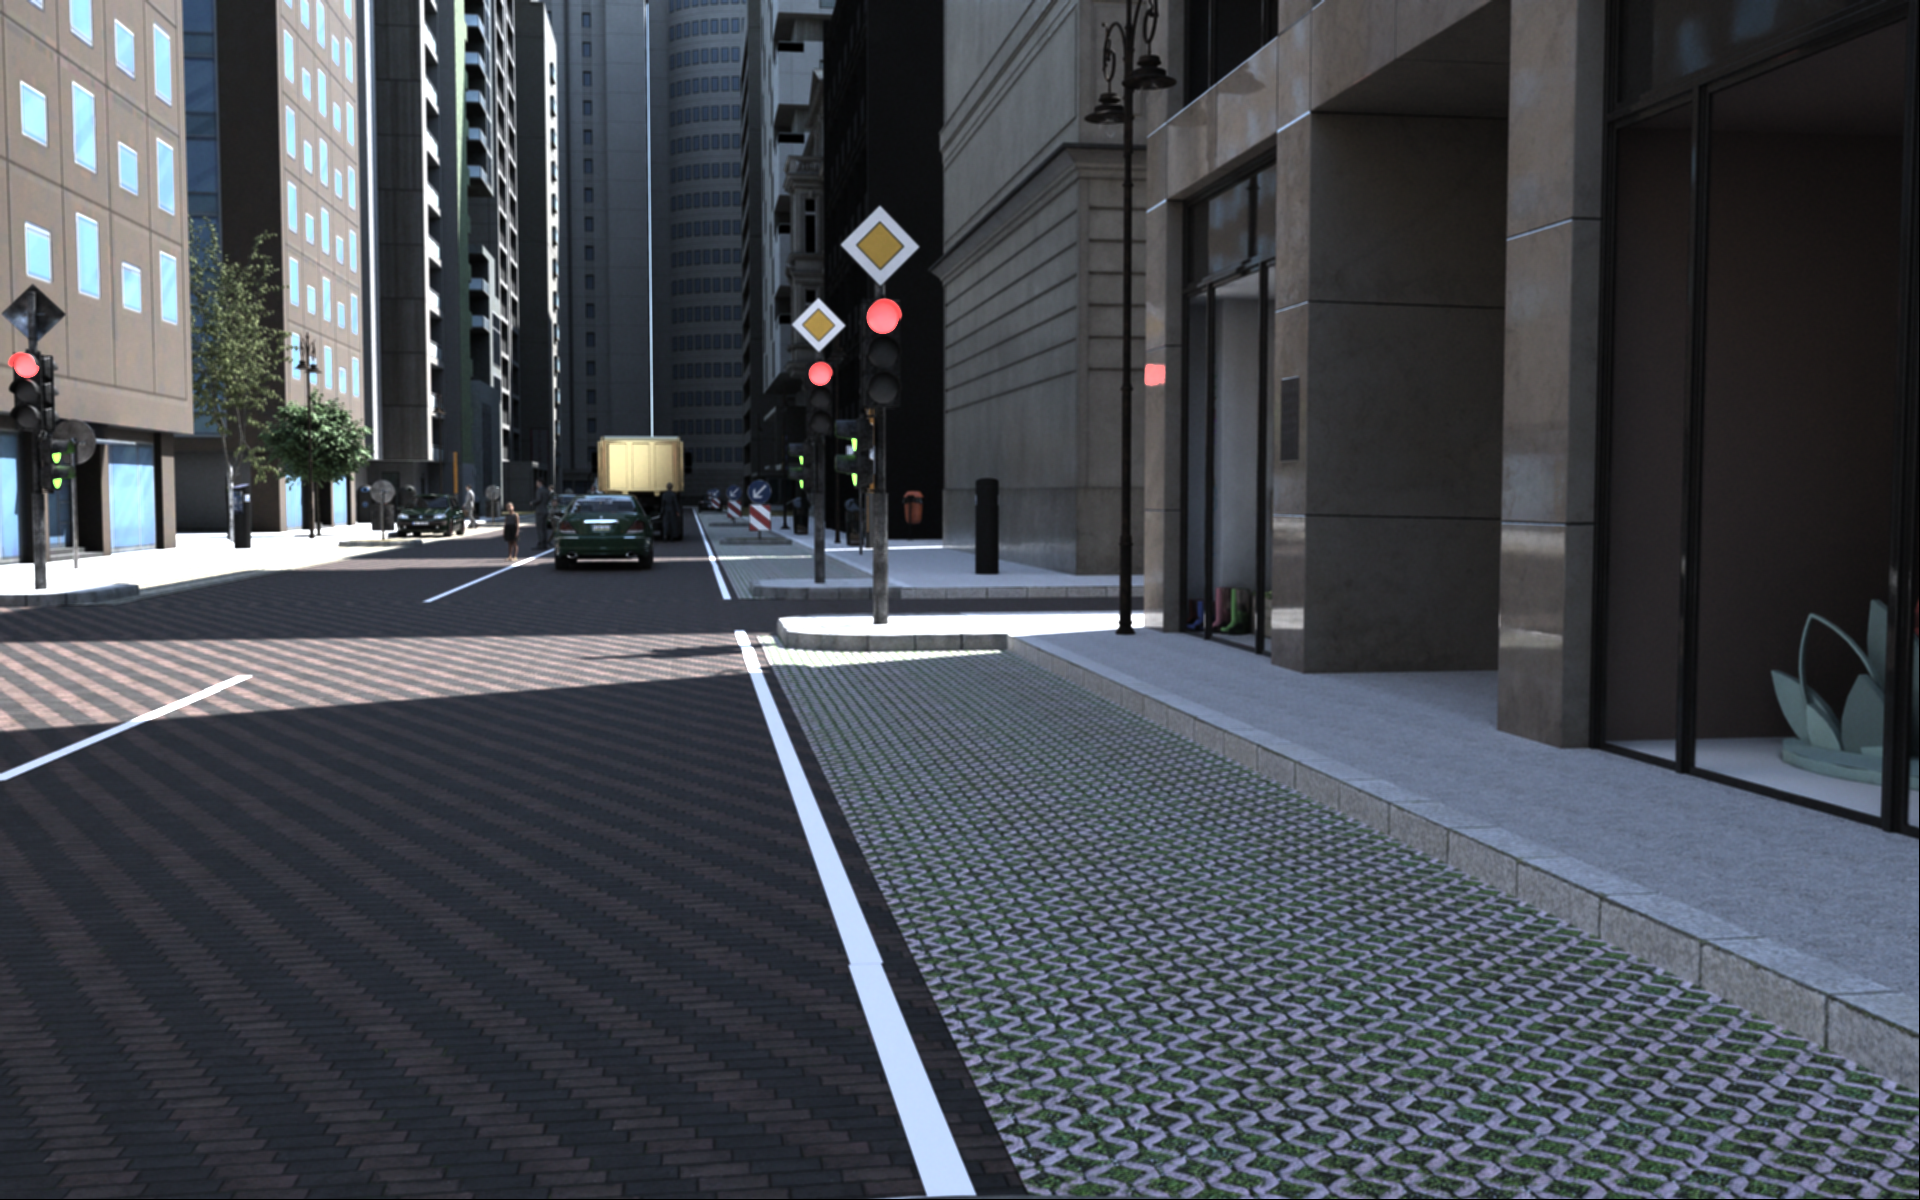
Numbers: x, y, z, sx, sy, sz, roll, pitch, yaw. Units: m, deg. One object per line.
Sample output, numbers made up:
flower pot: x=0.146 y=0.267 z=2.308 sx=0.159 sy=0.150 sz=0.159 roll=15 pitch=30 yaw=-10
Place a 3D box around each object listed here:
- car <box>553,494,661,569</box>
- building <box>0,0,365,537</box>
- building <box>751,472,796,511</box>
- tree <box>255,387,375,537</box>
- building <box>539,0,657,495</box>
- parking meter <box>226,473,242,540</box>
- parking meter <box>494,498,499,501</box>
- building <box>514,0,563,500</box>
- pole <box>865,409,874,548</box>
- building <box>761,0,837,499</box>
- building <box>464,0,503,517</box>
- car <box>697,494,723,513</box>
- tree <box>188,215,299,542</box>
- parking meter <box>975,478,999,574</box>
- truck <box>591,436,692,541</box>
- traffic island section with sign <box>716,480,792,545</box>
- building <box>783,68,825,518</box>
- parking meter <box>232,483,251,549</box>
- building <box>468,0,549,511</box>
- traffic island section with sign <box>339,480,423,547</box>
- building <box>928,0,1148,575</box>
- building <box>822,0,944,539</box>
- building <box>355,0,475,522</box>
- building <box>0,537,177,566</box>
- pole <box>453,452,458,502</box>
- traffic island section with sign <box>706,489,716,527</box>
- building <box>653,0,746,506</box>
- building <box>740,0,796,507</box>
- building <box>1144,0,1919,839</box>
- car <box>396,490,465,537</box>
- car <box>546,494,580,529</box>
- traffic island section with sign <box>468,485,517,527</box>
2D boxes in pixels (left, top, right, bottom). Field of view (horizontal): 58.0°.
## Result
car: x=-7.041 y=-1.387 z=34.471 sx=2.131 sy=1.459 sz=4.920 roll=-1 pitch=4 yaw=-9
building: x=-30.246 y=-25.201 z=62.151 sx=14.600 sy=45.320 sz=14.200 roll=-1 pitch=4 yaw=-9
building: x=-0.859 y=-27.570 z=142.654 sx=32.217 sy=40.220 sz=23.993 roll=-1 pitch=4 yaw=-9
tree: x=-19.705 y=-4.236 z=52.968 sx=4.285 sy=4.588 sz=4.351 roll=0 pitch=3 yaw=0
building: x=-48.242 y=-39.606 z=189.555 sx=28.212 sy=58.520 sz=21.231 roll=-1 pitch=4 yaw=-9
parking meter: x=-20.389 y=-2.626 z=48.649 sx=0.255 sy=1.863 sz=0.399 roll=1 pitch=4 yaw=19
parking meter: x=-25.027 y=-5.189 z=93.247 sx=0.372 sy=1.533 sz=0.369 roll=0 pitch=3 yaw=0
building: x=-48.095 y=-32.684 z=158.086 sx=21.600 sy=48.544 sz=21.300 roll=-1 pitch=4 yaw=-9
pole: x=-2.127 y=-2.873 z=40.824 sx=0.158 sy=3.312 sz=0.155 roll=0 pitch=3 yaw=0
building: x=0.680 y=-32.249 z=116.502 sx=28.713 sy=52.752 sz=27.495 roll=-1 pitch=4 yaw=-9
building: x=-40.531 y=-48.712 z=109.108 sx=22.319 sy=86.520 sz=31.000 roll=-1 pitch=4 yaw=-9
car: x=-18.871 y=-7.401 z=130.800 sx=2.009 sy=1.686 sz=4.222 roll=-1 pitch=4 yaw=-10
tree: x=-19.315 y=-5.815 z=45.440 sx=4.737 sy=8.622 sz=4.395 roll=0 pitch=3 yaw=0
parking meter: x=0.434 y=-1.188 z=27.835 sx=0.372 sy=1.533 sz=0.369 roll=0 pitch=3 yaw=0
truck: x=-10.434 y=-3.722 z=56.781 sx=3.469 sy=3.379 sz=9.791 roll=-1 pitch=4 yaw=-10
traffic island section with sign: x=-5.847 y=-2.492 z=49.365 sx=1.989 sy=1.847 sz=2.006 roll=-1 pitch=4 yaw=-9
building: x=-1.073 y=-16.116 z=82.579 sx=14.460 sy=24.649 sz=34.723 roll=-1 pitch=4 yaw=-9
parking meter: x=-16.888 y=-1.977 z=40.737 sx=0.372 sy=1.533 sz=0.369 roll=0 pitch=3 yaw=0
building: x=-43.737 y=-42.706 z=136.487 sx=20.563 sy=71.187 sz=20.611 roll=-1 pitch=4 yaw=-9
traffic island section with sign: x=-15.922 y=-2.391 z=47.719 sx=1.989 sy=1.847 sz=2.006 roll=-1 pitch=4 yaw=-9
building: x=14.767 y=-12.398 z=35.984 sx=30.059 sy=22.955 sz=16.112 roll=-1 pitch=4 yaw=-9
building: x=2.283 y=-13.902 z=56.968 sx=12.332 sy=23.373 sz=15.834 roll=-1 pitch=4 yaw=-9
building: x=-32.020 y=-24.512 z=84.370 sx=14.154 sy=41.232 sz=14.086 roll=-1 pitch=4 yaw=-9
building: x=-24.011 y=-23.362 z=32.073 sx=14.600 sy=45.320 sz=14.200 roll=-1 pitch=4 yaw=-9
pole: x=-24.387 y=-5.499 z=83.749 sx=0.158 sy=3.312 sz=0.155 roll=0 pitch=3 yaw=0
traffic island section with sign: x=-10.092 y=-4.148 z=76.455 sx=1.989 sy=1.847 sz=2.006 roll=-1 pitch=4 yaw=-9
building: x=-20.364 y=-39.870 z=193.875 sx=28.212 sy=58.520 sz=21.231 roll=-1 pitch=4 yaw=-9
building: x=-9.605 y=-33.050 z=164.062 sx=21.300 sy=48.544 sz=21.600 roll=-1 pitch=4 yaw=-9
building: x=13.892 y=-11.995 z=0.628 sx=19.350 sy=26.468 sz=34.151 roll=-1 pitch=4 yaw=-9
car: x=-17.823 y=-2.972 z=58.383 sx=2.009 sy=1.686 sz=4.222 roll=0 pitch=4 yaw=-7
car: x=-16.585 y=-3.753 z=73.159 sx=2.131 sy=1.459 sz=4.920 roll=-1 pitch=4 yaw=-10
traffic island section with sign: x=-20.237 y=-4.070 z=75.174 sx=1.989 sy=1.847 sz=2.006 roll=-1 pitch=4 yaw=-9
